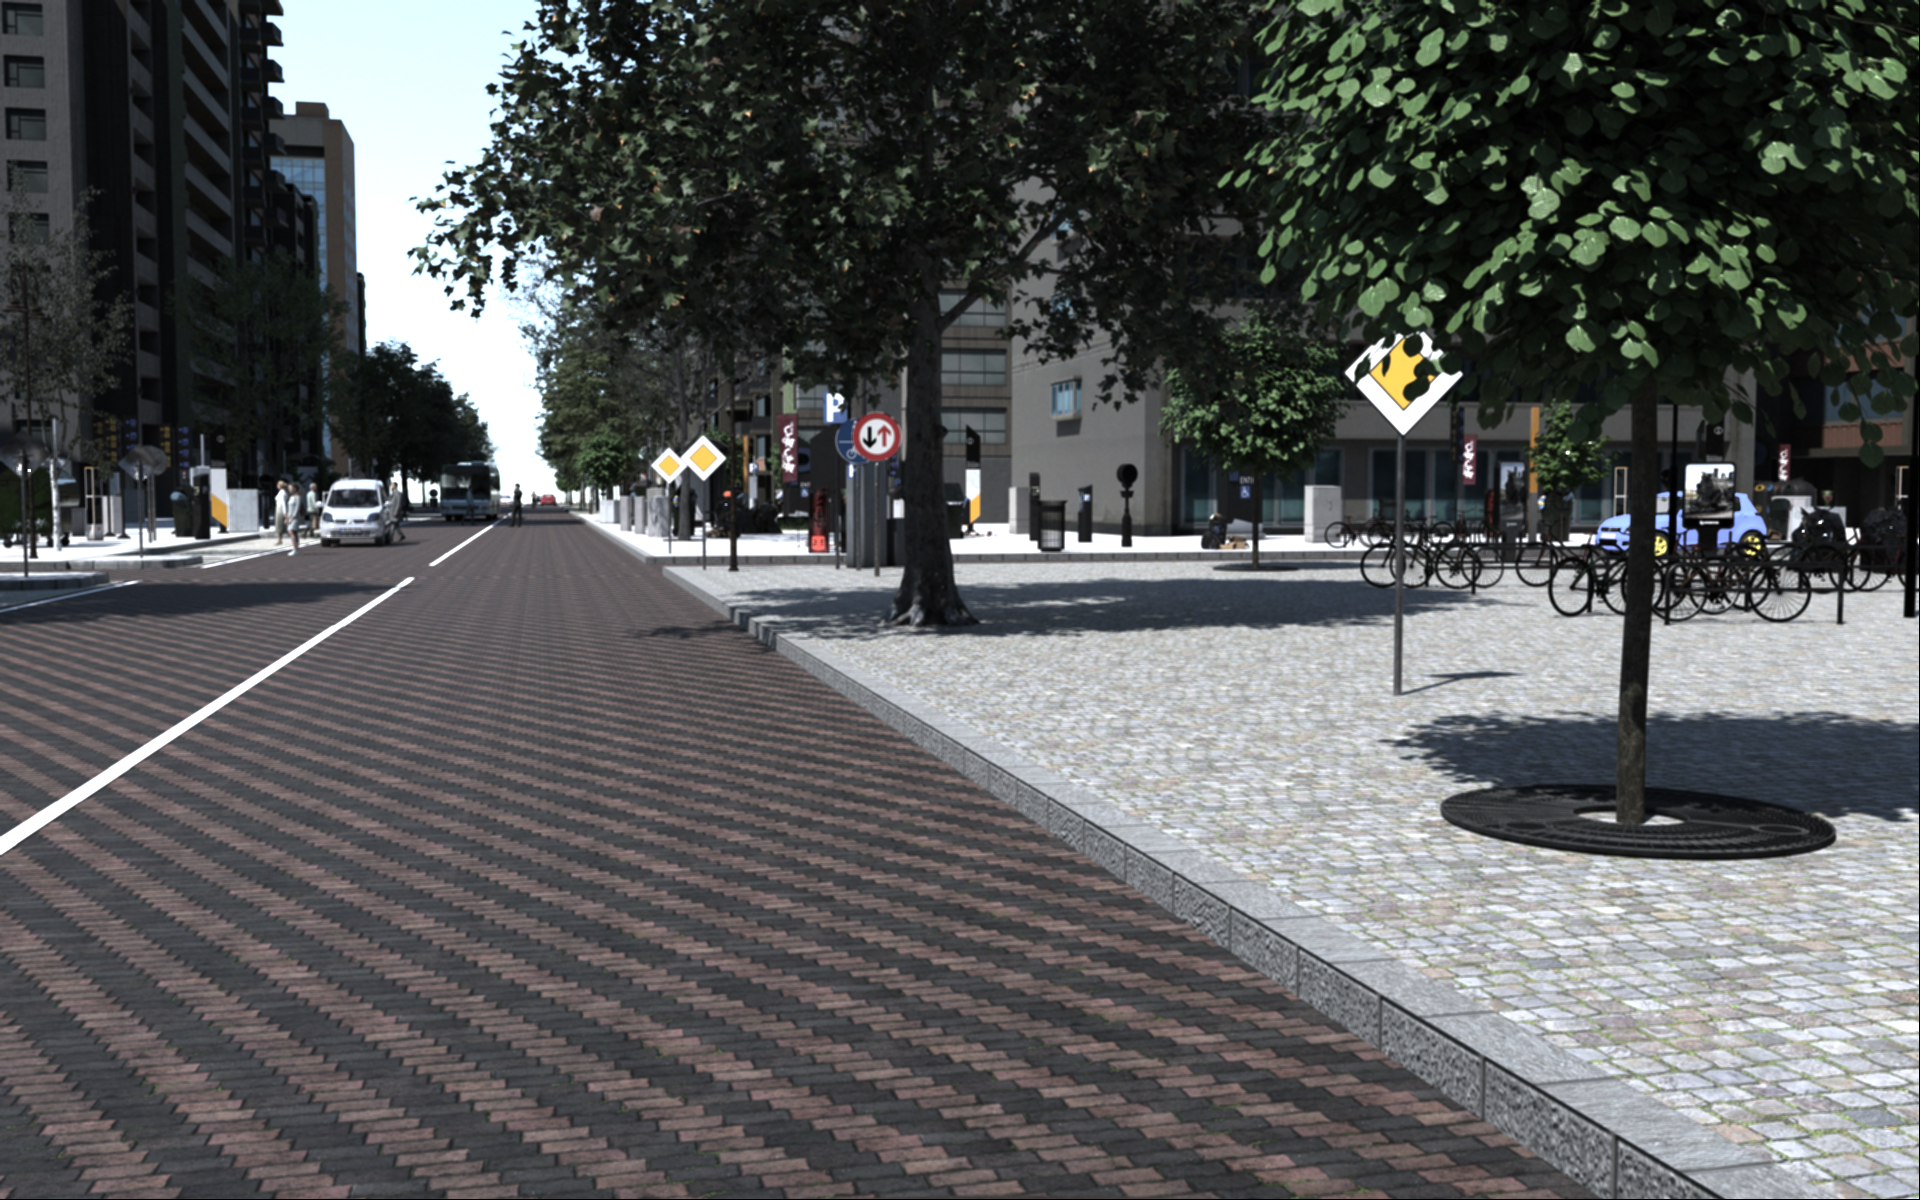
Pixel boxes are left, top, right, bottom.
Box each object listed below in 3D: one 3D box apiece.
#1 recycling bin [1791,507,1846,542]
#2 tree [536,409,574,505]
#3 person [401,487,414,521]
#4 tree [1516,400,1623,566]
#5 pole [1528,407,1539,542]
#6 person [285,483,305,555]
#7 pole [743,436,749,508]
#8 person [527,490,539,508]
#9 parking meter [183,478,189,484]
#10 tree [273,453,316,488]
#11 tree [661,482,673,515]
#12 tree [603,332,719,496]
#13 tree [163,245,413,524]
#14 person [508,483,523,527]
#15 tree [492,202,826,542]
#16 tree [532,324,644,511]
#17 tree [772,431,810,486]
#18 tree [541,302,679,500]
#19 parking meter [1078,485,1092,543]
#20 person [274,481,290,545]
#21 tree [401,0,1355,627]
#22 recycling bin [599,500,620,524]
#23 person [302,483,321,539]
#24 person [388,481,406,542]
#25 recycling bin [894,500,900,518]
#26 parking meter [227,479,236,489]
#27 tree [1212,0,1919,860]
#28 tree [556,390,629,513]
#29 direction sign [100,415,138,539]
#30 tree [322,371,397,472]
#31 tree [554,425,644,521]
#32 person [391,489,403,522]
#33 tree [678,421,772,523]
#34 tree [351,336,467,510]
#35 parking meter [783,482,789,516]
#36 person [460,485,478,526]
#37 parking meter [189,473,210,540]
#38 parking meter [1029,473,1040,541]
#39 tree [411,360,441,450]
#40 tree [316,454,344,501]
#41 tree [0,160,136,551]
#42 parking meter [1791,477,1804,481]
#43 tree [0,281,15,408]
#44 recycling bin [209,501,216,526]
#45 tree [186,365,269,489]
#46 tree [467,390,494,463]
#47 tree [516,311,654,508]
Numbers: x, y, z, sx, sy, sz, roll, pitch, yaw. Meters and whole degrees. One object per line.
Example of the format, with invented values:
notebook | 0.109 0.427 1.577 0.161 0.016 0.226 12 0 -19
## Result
recycling bin | 17.014 -1.332 34.338 0.722 1.027 0.722 -2 4 -26
tree | -44.584 -16.617 197.444 9.928 11.665 9.643 0 3 0
person | -28.951 -5.005 90.513 0.728 1.800 0.709 2 4 31
tree | 10.376 -2.151 29.775 1.663 3.219 1.824 0 3 0
pole | 13.475 -2.865 40.687 0.158 3.312 0.155 0 3 0
person | -15.648 -1.909 40.718 0.512 1.701 0.522 3 5 44
pole | -7.471 -4.081 60.574 0.158 3.312 0.155 0 3 0
person | -43.529 -10.292 176.779 1.348 1.823 0.705 1 4 17
parking meter | -28.128 -3.518 63.236 0.255 1.863 0.399 1 4 11
tree | -31.277 -5.288 81.053 1.663 3.219 1.824 0 3 0
tree | -17.053 -6.761 105.136 1.663 3.219 1.824 0 3 0
tree | -9.723 -6.539 57.275 4.360 8.622 3.978 0 3 0
tree | -29.236 -9.042 73.585 9.928 11.665 9.643 0 3 0
person | -19.426 -4.154 75.778 0.648 1.900 0.474 3 4 38
tree | -7.371 -8.348 46.853 12.009 13.543 11.850 0 3 0
tree | -27.415 -13.689 130.466 9.857 13.997 8.962 0 3 0
tree | -8.582 -6.569 91.125 4.285 4.588 4.351 0 3 0
tree | -17.952 -10.534 90.353 7.486 12.596 7.792 0 3 0
parking meter | 3.319 -2.295 45.938 0.372 1.533 0.369 0 3 0
person | -18.789 -2.413 48.186 0.641 1.798 0.478 0 3 0
tree | -0.436 -6.102 16.780 9.611 12.733 9.660 0 3 0
recycling bin | -15.042 -3.790 74.526 0.722 1.027 0.722 1 4 16
person | -20.437 -2.794 54.667 0.515 1.767 0.782 -3 5 -40
person | -17.122 -2.677 52.370 0.767 1.812 0.694 -3 4 -36
recycling bin | -2.492 -3.840 75.342 0.722 1.027 0.722 0 4 5
parking meter | -28.686 -3.815 68.083 0.399 1.863 0.255 1 4 22
tree | 2.625 -1.396 6.547 4.285 4.588 4.351 0 3 0
tree | -24.005 -10.059 114.834 4.737 8.622 4.395 0 3 0
direction sign | -24.090 -3.535 49.797 0.876 3.537 0.379 -3 5 -41
tree | -36.469 -9.428 104.518 4.737 8.622 4.395 0 3 0
tree | -16.742 -6.009 81.966 4.285 4.588 4.351 0 3 0
person | -28.773 -4.860 88.301 0.623 1.781 0.721 2 4 24
tree | -11.084 -5.789 78.363 4.285 4.588 4.351 0 3 0
tree | -44.392 -14.172 138.368 9.857 13.997 8.962 0 3 0
parking meter | -8.426 -4.791 84.039 0.255 1.863 0.399 1 4 13
person | -22.175 -4.270 78.178 0.748 1.841 0.638 0 4 0
parking meter | -21.436 -2.644 48.945 0.255 1.863 0.399 1 4 20
parking meter | 2.038 -2.545 47.328 0.255 1.863 0.399 0 4 -3
tree | -40.786 -12.012 122.147 9.928 11.665 9.643 0 3 0
tree | -30.567 -5.428 83.357 1.663 3.219 1.824 0 3 0
tree | -20.204 -5.387 38.433 4.360 8.622 3.978 0 3 0
parking meter | 28.314 -3.238 58.659 0.399 1.863 0.255 3 5 41
tree | -15.360 -6.218 18.673 9.611 12.733 9.660 0 3 0
recycling bin | -30.564 -3.510 69.936 0.722 1.027 0.722 1 4 18
tree | -40.080 -8.879 95.536 4.737 8.622 4.395 0 3 0
tree | -54.354 -16.813 181.543 9.857 13.997 8.962 0 3 0
tree | -33.588 -18.310 155.264 12.611 20.169 13.585 0 3 0
